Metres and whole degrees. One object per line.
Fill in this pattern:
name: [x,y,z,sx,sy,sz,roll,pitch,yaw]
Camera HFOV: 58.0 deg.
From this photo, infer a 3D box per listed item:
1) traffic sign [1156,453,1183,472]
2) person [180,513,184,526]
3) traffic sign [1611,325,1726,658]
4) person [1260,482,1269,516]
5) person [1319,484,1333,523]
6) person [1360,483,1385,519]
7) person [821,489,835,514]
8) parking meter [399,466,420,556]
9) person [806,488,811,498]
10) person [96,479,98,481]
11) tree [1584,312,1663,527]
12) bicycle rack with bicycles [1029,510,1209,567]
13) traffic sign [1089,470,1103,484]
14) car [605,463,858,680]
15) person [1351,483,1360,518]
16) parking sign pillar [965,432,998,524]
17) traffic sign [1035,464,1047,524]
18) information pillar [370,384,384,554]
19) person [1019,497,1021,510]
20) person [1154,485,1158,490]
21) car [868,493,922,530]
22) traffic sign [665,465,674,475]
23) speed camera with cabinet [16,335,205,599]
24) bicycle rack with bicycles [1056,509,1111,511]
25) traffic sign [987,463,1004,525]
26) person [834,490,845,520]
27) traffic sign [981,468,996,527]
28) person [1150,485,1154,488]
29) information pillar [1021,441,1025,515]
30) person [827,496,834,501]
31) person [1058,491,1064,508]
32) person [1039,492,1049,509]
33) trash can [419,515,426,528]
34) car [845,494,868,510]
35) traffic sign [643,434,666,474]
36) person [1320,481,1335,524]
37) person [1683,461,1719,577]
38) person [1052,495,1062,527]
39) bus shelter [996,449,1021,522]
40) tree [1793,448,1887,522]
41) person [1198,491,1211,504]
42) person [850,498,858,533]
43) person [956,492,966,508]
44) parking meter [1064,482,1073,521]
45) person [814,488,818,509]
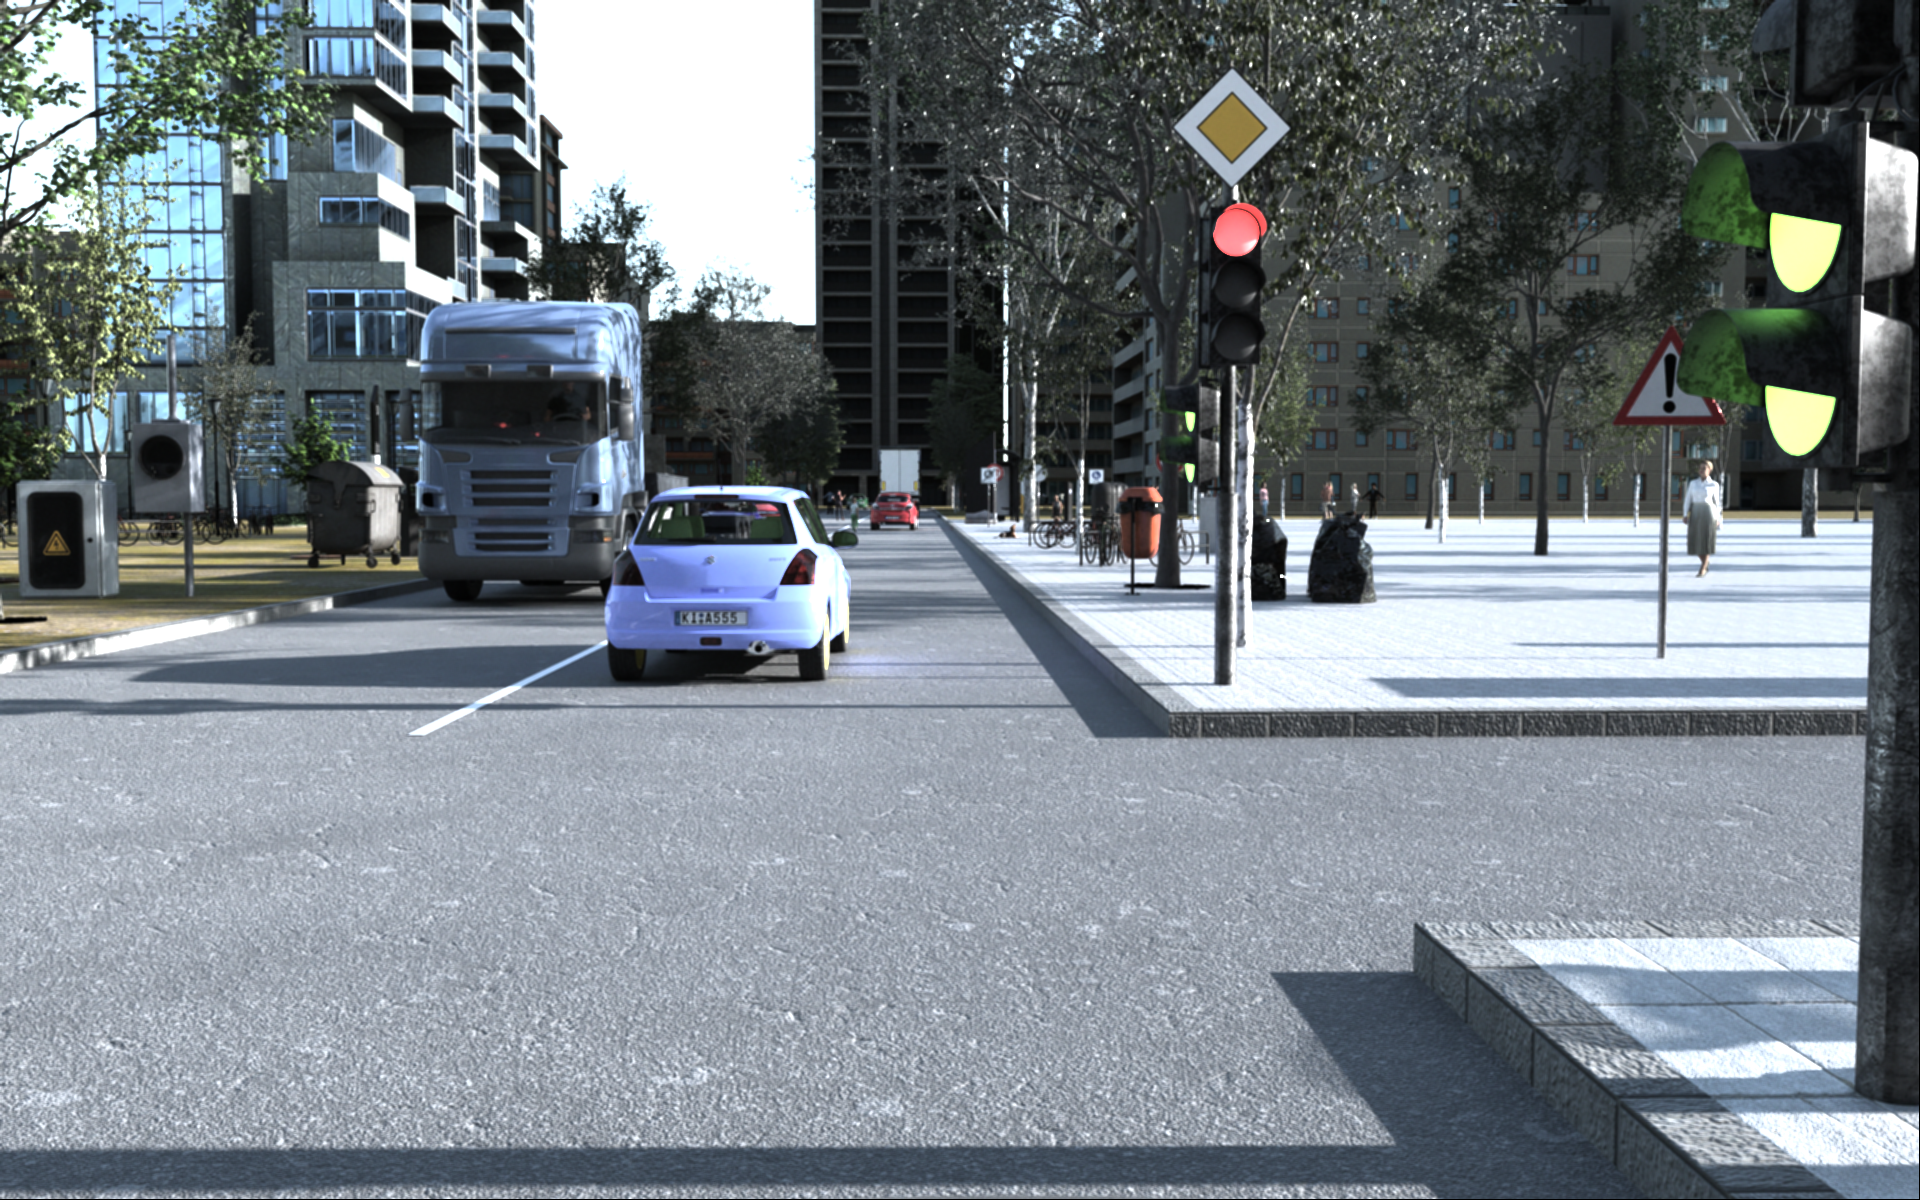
traffic sign: [5.623,-2.834,46.441,0.768,2.556,0.104,0,3,0]
person: [-26.122,-2.940,58.363,0.306,1.304,0.590,-1,4,-18]
traffic sign: [5.485,-0.823,13.467,0.884,2.594,0.081,0,4,-1]
person: [13.540,-4.346,77.108,0.388,1.821,0.555,3,4,36]
person: [16.403,-4.360,77.517,0.728,1.800,0.709,2,4,24]
person: [21.315,-5.116,89.316,1.348,1.869,0.705,2,4,33]
person: [-9.301,-7.052,123.778,1.348,1.826,0.705,-2,4,-25]
parking meter: [-11.358,-1.836,35.737,0.399,1.863,0.255,3,4,38]
person: [-12.897,-8.625,147.006,0.705,1.831,1.348,-1,4,-21]
person: [-30.645,-3.433,61.981,0.447,1.846,0.655,1,4,21]
tree: [26.313,-7.150,67.259,4.737,8.622,4.395,0,3,0]
bicycle rack with bicycles: [3.163,-1.094,31.271,2.852,0.926,2.925,2,4,28]
traffic sign: [5.640,-4.254,71.676,0.606,2.300,0.079,0,4,2]
car: [-1.850,-0.307,14.611,1.945,1.707,3.694,0,4,0]
person: [18.882,-4.675,82.662,0.537,1.800,0.526,-3,5,-42]
parking sign pillar: [0.918,-5.292,74.994,1.447,3.967,1.447,1,4,18]
traffic sign: [3.356,-4.540,74.335,0.768,2.556,0.104,0,4,8]
information pillar: [-12.409,-2.779,36.796,0.183,3.616,0.504,0,4,-7]
person: [5.066,-8.227,141.352,0.445,1.727,0.742,0,4,3]
person: [10.714,-5.361,94.136,0.568,1.767,0.683,0,4,6]
car: [-2.634,-3.711,69.712,2.155,1.783,4.494,0,4,0]
traffic sign: [-12.812,-4.599,75.298,0.768,2.556,0.104,0,4,0]
speed camera with cabinet: [-10.471,-1.653,21.359,2.038,3.252,0.660,0,4,-6]
bicycle rack with bicycles: [2.944,-1.739,41.820,2.925,0.926,2.852,-1,4,-11]
traffic sign: [1.429,-4.401,72.061,0.768,2.556,0.104,0,3,0]
person: [-6.553,-5.174,94.558,0.593,1.643,0.415,-1,4,-14]
traffic sign: [1.117,-4.004,67.596,0.606,2.300,0.079,0,4,0]
person: [9.252,-4.681,83.320,0.466,1.731,0.760,-1,4,-10]
information pillar: [2.594,-4.617,66.841,0.504,3.616,0.183,1,4,21]
person: [-12.353,-9.424,165.773,0.799,1.438,0.628,1,4,18]
person: [9.712,-9.609,166.396,1.217,1.735,0.721,-2,4,-34]
person: [6.978,-8.256,144.212,0.799,1.438,0.628,-3,5,-40]
trash can: [-12.858,-1.806,41.187,0.748,1.137,0.748,0,3,0]
car: [-9.552,-9.131,161.088,2.131,1.459,4.920,0,4,1]
traffic sign: [-11.162,-3.984,59.014,2.265,3.308,0.079,0,4,2]
person: [15.890,-4.207,74.797,0.573,1.828,0.580,2,4,31]
person: [11.552,-1.263,26.919,0.641,1.798,0.478,-3,5,-45]
person: [3.821,-3.522,68.302,0.362,1.253,0.373,1,4,12]
bus shelter: [1.841,-5.301,80.590,2.014,3.302,5.546,0,4,-2]
tree: [49.499,-7.155,79.898,20.602,7.101,11.467,-1,4,-19]
person: [11.995,-4.812,85.124,0.661,1.777,0.834,0,4,-4]
person: [-3.906,-3.138,64.052,0.306,1.304,0.590,0,4,-3]
person: [0.067,-9.281,157.743,1.348,1.831,0.705,2,4,34]
parking meter: [5.061,-4.596,80.857,0.255,1.863,0.399,3,5,39]
person: [-12.415,-8.763,149.337,0.705,1.821,1.348,-1,4,-11]
